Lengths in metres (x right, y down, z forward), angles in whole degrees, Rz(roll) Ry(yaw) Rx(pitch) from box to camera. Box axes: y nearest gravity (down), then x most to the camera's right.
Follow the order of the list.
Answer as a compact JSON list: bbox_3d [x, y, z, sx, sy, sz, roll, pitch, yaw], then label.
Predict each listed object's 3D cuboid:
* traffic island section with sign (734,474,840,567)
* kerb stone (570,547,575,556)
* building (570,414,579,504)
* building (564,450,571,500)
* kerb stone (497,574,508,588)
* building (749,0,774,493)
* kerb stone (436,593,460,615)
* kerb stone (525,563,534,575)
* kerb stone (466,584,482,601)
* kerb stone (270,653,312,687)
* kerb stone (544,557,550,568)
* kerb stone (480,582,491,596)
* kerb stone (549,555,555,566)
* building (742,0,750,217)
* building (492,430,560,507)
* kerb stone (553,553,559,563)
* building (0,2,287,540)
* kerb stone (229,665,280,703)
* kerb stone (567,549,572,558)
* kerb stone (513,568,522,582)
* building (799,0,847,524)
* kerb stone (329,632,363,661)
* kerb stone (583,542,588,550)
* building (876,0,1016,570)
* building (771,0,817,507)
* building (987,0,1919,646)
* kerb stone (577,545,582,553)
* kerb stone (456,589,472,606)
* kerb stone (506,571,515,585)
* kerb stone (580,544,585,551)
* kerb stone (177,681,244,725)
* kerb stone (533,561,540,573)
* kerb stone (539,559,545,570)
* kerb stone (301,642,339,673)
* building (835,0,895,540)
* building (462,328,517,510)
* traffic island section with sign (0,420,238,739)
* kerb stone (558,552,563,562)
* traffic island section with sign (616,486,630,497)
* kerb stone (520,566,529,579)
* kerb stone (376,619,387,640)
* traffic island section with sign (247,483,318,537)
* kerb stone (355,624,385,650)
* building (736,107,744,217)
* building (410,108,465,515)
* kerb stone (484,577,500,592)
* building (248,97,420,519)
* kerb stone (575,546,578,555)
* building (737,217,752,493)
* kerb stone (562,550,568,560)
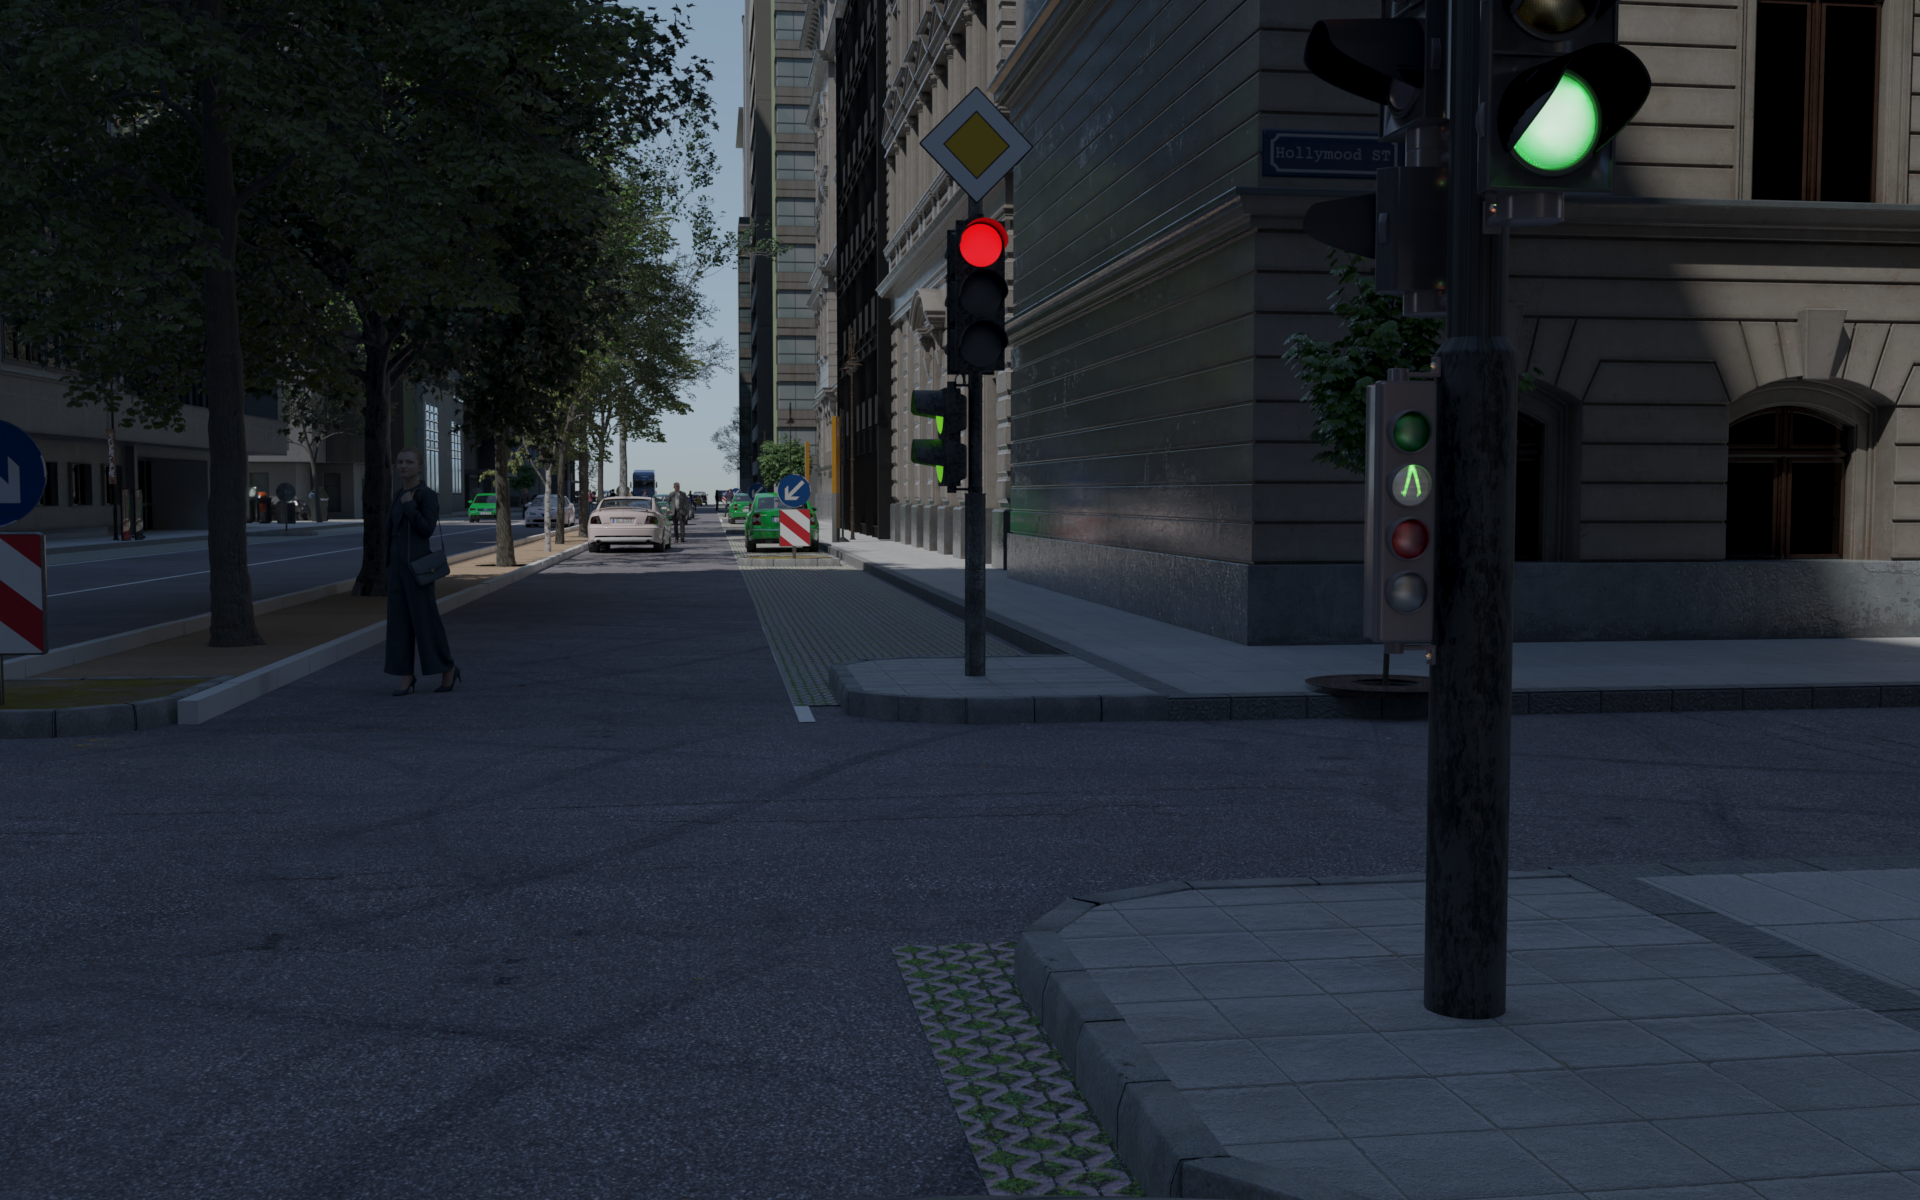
[{"bbox_3d":[-3.478,-1.605,34.868,1.989,1.847,2.006,-1,4,-8],"label":"traffic island section with sign"},{"bbox_3d":[-8.975,-1.067,39.635,0.120,0.150,1.000,-1,4,-8],"label":"kerb stone"},{"bbox_3d":[-59.828,-34.645,221.069,22.147,44.769,28.867,-1,4,-8],"label":"building"},{"bbox_3d":[-52.956,-26.233,200.614,14.160,30.474,14.107,-1,4,-8],"label":"building"},{"bbox_3d":[-7.066,-0.260,26.467,0.120,0.150,1.000,-1,4,-8],"label":"kerb stone"},{"bbox_3d":[-7.450,-32.320,152.135,21.300,48.544,21.600,-1,4,-8],"label":"building"},{"bbox_3d":[-6.337,0.049,21.388,0.120,0.150,1.000,-1,4,-8],"label":"kerb stone"},{"bbox_3d":[-7.656,-0.509,30.512,0.120,0.150,1.000,-1,4,-8],"label":"kerb stone"},{"bbox_3d":[-6.631,-0.075,23.420,0.120,0.150,1.000,-1,4,-8],"label":"kerb stone"},{"bbox_3d":[-5.170,0.545,13.286,0.120,0.150,1.000,-1,4,-8],"label":"kerb stone"},{"bbox_3d":[-8.093,-0.695,33.556,0.120,0.150,1.000,-1,4,-8],"label":"kerb stone"},{"bbox_3d":[-6.780,-0.124,24.431,0.120,0.150,1.000,-1,4,-8],"label":"kerb stone"},{"bbox_3d":[-8.241,-0.754,34.568,0.120,0.150,1.000,-1,4,-8],"label":"kerb stone"},{"bbox_3d":[-14.787,-40.472,203.709,21.231,58.520,28.212,-1,4,-8],"label":"building"},{"bbox_3d":[-53.432,-38.921,178.351,21.231,58.520,28.212,-1,4,-8],"label":"building"},{"bbox_3d":[-8.389,-0.817,35.585,0.120,0.150,1.000,-1,4,-8],"label":"kerb stone"},{"bbox_3d":[-31.474,-14.275,52.457,14.314,24.678,30.058,-1,4,-8],"label":"building"},{"bbox_3d":[-5.023,0.607,12.274,0.120,0.150,1.000,-1,4,-8],"label":"kerb stone"},{"bbox_3d":[-8.819,-1.005,38.625,0.120,0.150,1.000,-1,4,-8],"label":"kerb stone"},{"bbox_3d":[-7.358,-0.382,28.490,0.120,0.150,1.000,-1,4,-8],"label":"kerb stone"},{"bbox_3d":[0.441,-17.663,76.187,14.401,28.519,23.554,-1,4,-8],"label":"building"},{"bbox_3d":[-5.461,0.421,15.315,0.120,0.150,1.000,-1,4,-8],"label":"kerb stone"},{"bbox_3d":[-9.554,-1.314,43.687,0.120,0.150,1.000,-1,4,-8],"label":"kerb stone"},{"bbox_3d":[4.146,-12.804,38.224,11.050,23.489,19.941,-1,4,-8],"label":"building"},{"bbox_3d":[-4.171,-25.643,102.850,14.154,41.232,14.086,-1,4,-8],"label":"building"},{"bbox_3d":[18.447,-12.372,21.362,34.723,24.649,14.460,-1,4,-8],"label":"building"},{"bbox_3d":[-9.261,-1.182,41.659,0.120,0.150,1.000,-1,4,-8],"label":"kerb stone"},{"bbox_3d":[-6.484,-0.011,22.408,0.120,0.150,1.000,-1,4,-8],"label":"kerb stone"},{"bbox_3d":[-7.218,-0.321,27.477,0.120,0.150,1.000,-1,4,-8],"label":"kerb stone"},{"bbox_3d":[-9.408,-1.252,42.670,0.120,0.150,1.000,-1,4,-8],"label":"kerb stone"},{"bbox_3d":[-4.873,0.670,11.264,0.120,0.150,1.000,-1,4,-8],"label":"kerb stone"},{"bbox_3d":[-7.804,-0.570,31.523,0.120,0.150,1.000,-1,4,-8],"label":"kerb stone"},{"bbox_3d":[-7.954,-0.633,32.539,0.120,0.150,1.000,-1,4,-8],"label":"kerb stone"},{"bbox_3d":[-5.316,0.483,14.303,0.120,0.150,1.000,-1,4,-8],"label":"kerb stone"},{"bbox_3d":[2.672,-13.879,56.595,12.332,23.373,15.834,-1,4,-8],"label":"building"},{"bbox_3d":[-51.399,-33.699,140.215,28.713,52.752,27.495,-1,4,-8],"label":"building"},{"bbox_3d":[-5.916,-0.177,11.038,2.006,1.907,1.989,-1,4,-8],"label":"traffic island section with sign"},{"bbox_3d":[-8.539,-0.881,36.596,0.120,0.150,1.000,-1,4,-8],"label":"kerb stone"},{"bbox_3d":[-16.665,-4.726,85.406,2.006,1.907,1.989,-1,4,-8],"label":"traffic island section with sign"},{"bbox_3d":[-7.500,-0.444,29.502,0.120,0.150,1.000,-1,4,-8],"label":"kerb stone"},{"bbox_3d":[-5.756,0.297,17.341,0.120,0.150,1.000,-1,4,-8],"label":"kerb stone"},{"bbox_3d":[-23.044,-3.084,59.048,1.989,1.847,2.006,-1,4,-8],"label":"traffic island section with sign"},{"bbox_3d":[-5.606,0.359,16.327,0.120,0.150,1.000,-1,4,-8],"label":"kerb stone"},{"bbox_3d":[-15.280,-39.346,232.552,28.713,52.752,27.495,-1,4,-8],"label":"building"},{"bbox_3d":[-43.969,-48.800,110.560,22.319,86.520,31.000,-1,4,-8],"label":"building"},{"bbox_3d":[-6.921,-0.199,25.448,0.120,0.150,1.000,-1,4,-8],"label":"kerb stone"},{"bbox_3d":[-36.912,-19.501,90.541,14.160,30.474,14.107,-1,4,-8],"label":"building"},{"bbox_3d":[-9.117,-1.128,40.647,0.120,0.150,1.000,-1,4,-8],"label":"kerb stone"},{"bbox_3d":[-16.371,-25.156,182.998,14.160,30.474,14.107,-1,4,-8],"label":"building"},{"bbox_3d":[-8.676,-0.940,37.611,0.120,0.150,1.000,-1,4,-8],"label":"kerb stone"}]
